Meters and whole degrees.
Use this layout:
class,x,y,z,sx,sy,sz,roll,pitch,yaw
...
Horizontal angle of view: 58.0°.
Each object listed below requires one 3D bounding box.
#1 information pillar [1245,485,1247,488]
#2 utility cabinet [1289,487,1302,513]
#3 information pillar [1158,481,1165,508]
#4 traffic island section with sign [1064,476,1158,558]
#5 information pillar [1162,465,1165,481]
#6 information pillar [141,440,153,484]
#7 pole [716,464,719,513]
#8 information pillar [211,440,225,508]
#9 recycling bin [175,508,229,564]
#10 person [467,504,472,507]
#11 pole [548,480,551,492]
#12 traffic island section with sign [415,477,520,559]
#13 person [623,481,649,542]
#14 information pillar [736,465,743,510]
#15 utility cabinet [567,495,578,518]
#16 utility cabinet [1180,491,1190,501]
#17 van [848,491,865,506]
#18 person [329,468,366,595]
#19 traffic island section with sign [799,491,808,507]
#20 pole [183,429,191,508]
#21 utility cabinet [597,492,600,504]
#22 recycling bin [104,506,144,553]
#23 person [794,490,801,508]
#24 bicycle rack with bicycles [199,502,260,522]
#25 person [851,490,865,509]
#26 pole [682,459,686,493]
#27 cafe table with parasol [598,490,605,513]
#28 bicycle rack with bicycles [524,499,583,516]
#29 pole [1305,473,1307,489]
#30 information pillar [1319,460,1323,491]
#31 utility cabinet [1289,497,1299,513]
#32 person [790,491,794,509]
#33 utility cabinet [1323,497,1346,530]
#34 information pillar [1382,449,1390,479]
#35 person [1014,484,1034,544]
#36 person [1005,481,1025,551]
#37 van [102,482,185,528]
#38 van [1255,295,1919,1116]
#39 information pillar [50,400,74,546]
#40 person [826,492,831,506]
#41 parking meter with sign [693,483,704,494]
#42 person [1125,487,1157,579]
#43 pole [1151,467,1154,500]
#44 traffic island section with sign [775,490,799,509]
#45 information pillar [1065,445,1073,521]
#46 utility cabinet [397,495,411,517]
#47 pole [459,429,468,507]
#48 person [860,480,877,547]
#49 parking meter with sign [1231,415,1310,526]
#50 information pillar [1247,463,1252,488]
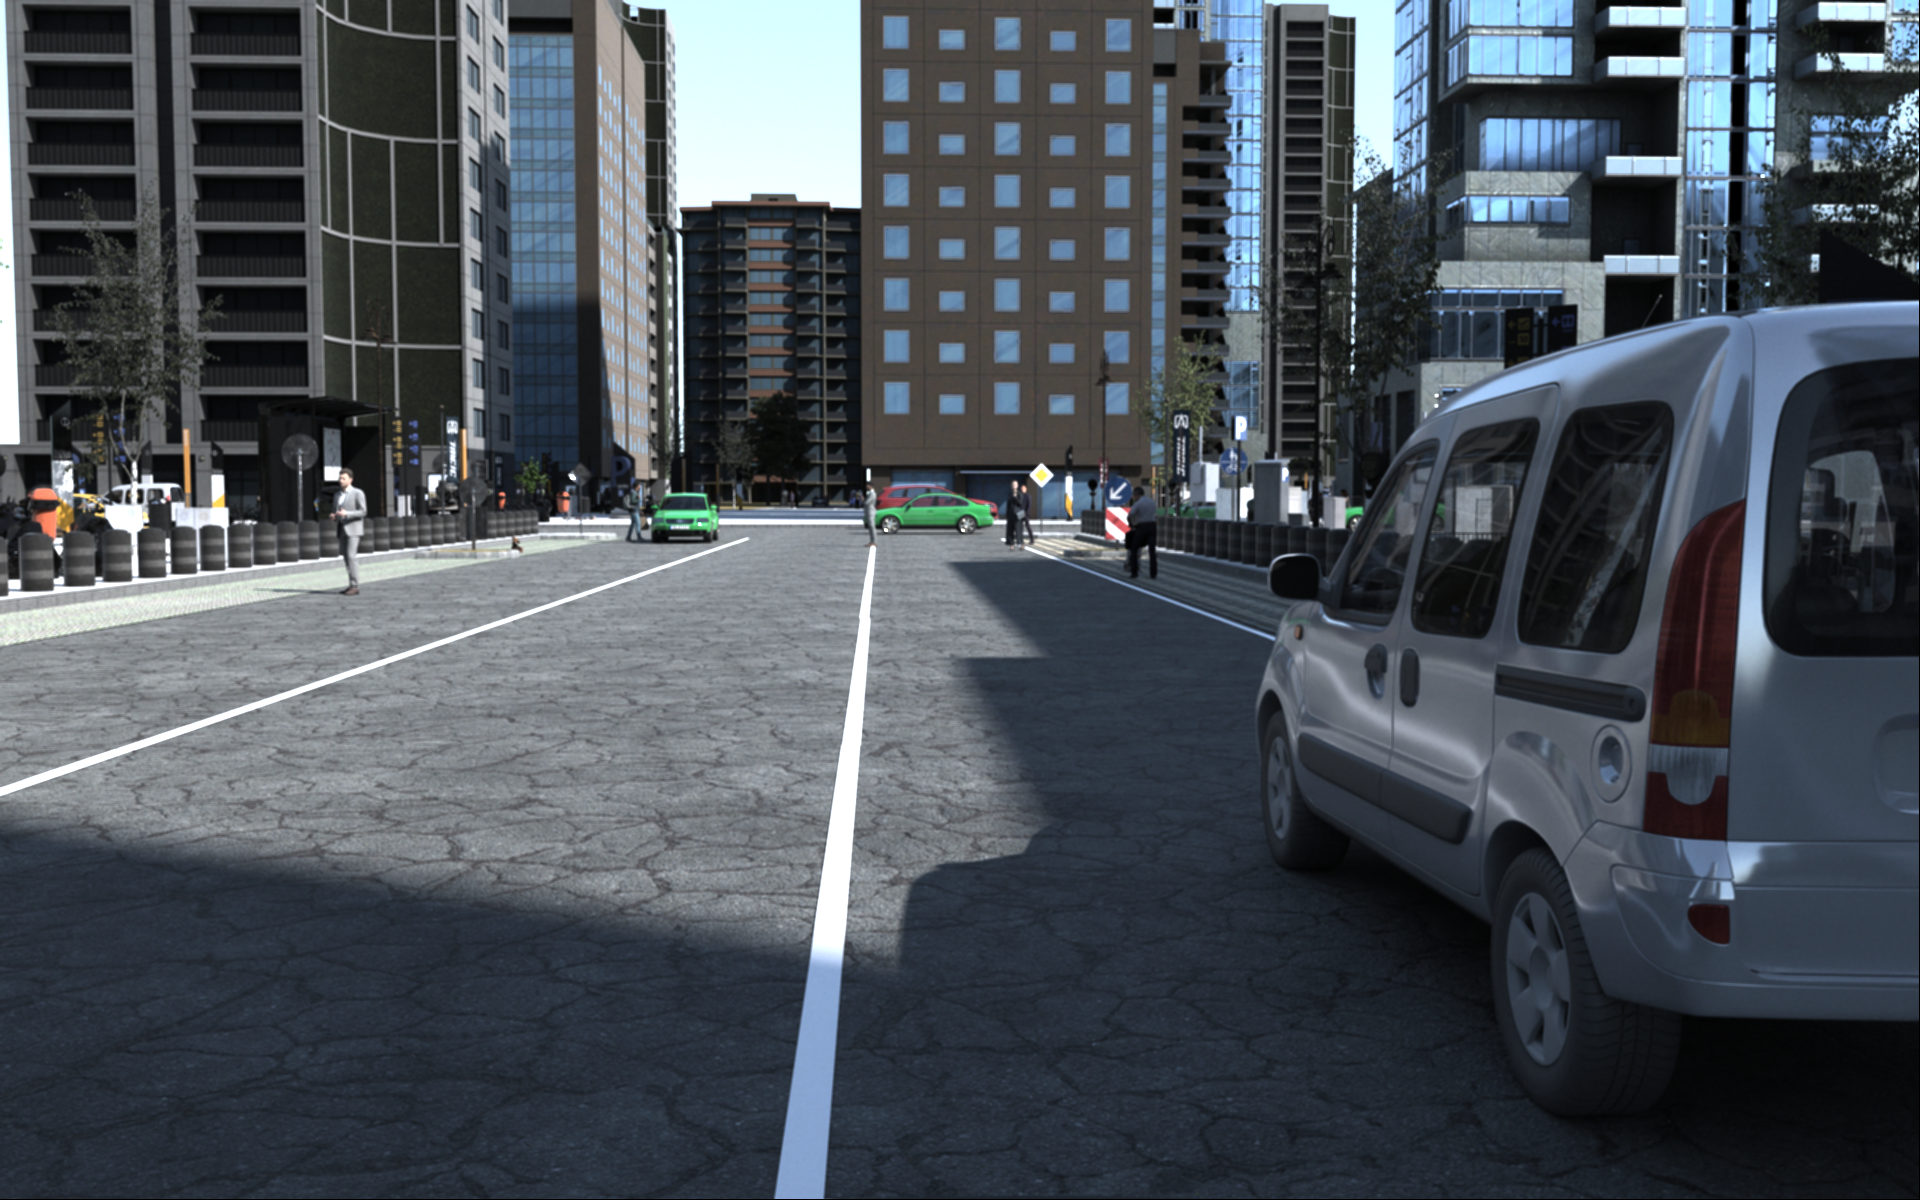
class,x,y,z,sx,sy,sz,roll,pitch,yaw
information pillar,23.762,-8.470,142.968,0.304,2.012,0.304,-2,4,-24
utility cabinet,9.673,-2.663,52.224,1.173,1.500,0.318,0,4,-5
information pillar,11.045,-5.520,94.747,0.304,2.012,0.304,-2,4,-23
traffic island section with sign,3.417,-1.903,39.747,1.989,1.847,2.006,0,4,-3
information pillar,14.886,-8.218,125.717,0.504,3.616,0.183,-3,5,-42
information pillar,-35.114,-5.107,74.846,0.504,3.616,0.183,1,4,10
pole,-16.445,-7.565,117.533,0.158,3.312,0.155,0,3,0
information pillar,-32.234,-5.128,75.198,0.504,3.616,0.183,-1,4,-18
recycling bin,-14.072,-1.200,32.181,0.722,1.027,0.722,0,4,-1
person,-18.061,-3.308,63.169,0.593,1.750,0.643,-3,5,-43
pole,-30.164,-8.158,127.229,0.158,3.312,0.155,0,3,0
traffic island section with sign,-11.039,-1.861,39.056,1.989,1.847,2.006,0,4,-3
person,-9.586,-2.618,51.286,0.713,1.824,0.794,1,4,9
information pillar,-17.647,-9.005,138.582,0.504,3.616,0.183,0,4,8
utility cabinet,-21.165,-5.099,94.535,0.306,1.237,1.020,0,4,7
utility cabinet,17.579,-7.730,135.070,1.173,1.500,0.318,-2,4,-25
van,-12.433,-12.288,207.918,2.013,2.044,4.112,0,4,-4
person,-8.805,-0.982,24.756,0.606,1.804,0.583,1,4,21
traffic island section with sign,-18.447,-11.581,197.980,1.989,1.847,2.006,0,4,-3
pole,-24.259,-3.703,54.392,0.158,3.312,0.155,0,3,0
utility cabinet,-29.445,-8.217,143.020,0.318,1.500,1.173,2,4,32
recycling bin,-18.193,-1.538,37.706,0.722,1.027,0.722,-1,4,-22
person,-16.973,-10.493,180.201,0.705,1.807,1.348,-3,5,-39
bicycle rack with bicycles,-34.204,-4.151,81.252,2.925,0.926,2.852,0,4,3
person,-9.026,-8.814,152.626,1.348,1.823,0.705,2,4,27
pole,-15.897,-6.474,99.688,0.158,3.312,0.155,0,3,0
cafe table with parasol,-22.600,-6.618,113.066,2.610,1.966,2.610,-3,5,-42
bicycle rack with bicycles,-23.806,-5.369,101.165,2.925,0.926,2.852,3,5,41
pole,26.755,-8.573,134.015,0.158,3.312,0.155,0,3,0
information pillar,24.912,-7.867,119.974,0.183,3.616,0.504,-2,4,-32
utility cabinet,7.698,-1.880,41.905,1.020,1.237,0.306,-2,4,-29
person,-16.199,-9.640,167.038,0.541,1.710,0.530,-2,4,-32
utility cabinet,8.827,-1.813,40.811,0.306,1.237,1.020,0,4,-2
information pillar,22.168,-6.047,90.229,0.183,3.616,0.504,-2,4,-28
person,1.809,-2.434,49.211,0.530,1.710,0.541,-2,4,-29
person,1.379,-2.132,43.773,0.576,1.772,0.534,1,4,21
van,-32.185,-3.662,66.886,4.112,2.044,2.013,0,4,-2
van,2.087,0.099,5.394,2.013,2.044,4.112,0,4,-3
information pillar,-22.303,-3.162,43.058,0.183,3.616,0.504,3,4,37
person,-15.479,-11.917,204.056,0.721,1.743,1.217,-3,4,-36
parking meter with sign,-18.880,-7.883,125.149,1.738,3.016,0.543,2,4,31
person,3.053,-1.135,29.277,0.614,1.554,0.590,-2,4,-28
pole,14.396,-8.280,129.217,0.158,3.312,0.155,0,3,0
traffic island section with sign,-17.196,-9.920,170.818,1.989,1.847,2.006,0,4,-3
information pillar,5.159,-5.550,82.095,0.183,3.616,0.504,3,4,38
utility cabinet,-24.569,-3.998,76.534,0.306,1.237,1.020,0,4,-2
pole,-15.607,-3.706,54.436,0.158,3.312,0.155,0,3,0
person,-2.505,-2.359,47.242,0.466,1.800,0.511,-1,4,-23
parking meter with sign,6.859,-2.560,38.121,1.738,3.016,0.543,3,5,39
information pillar,22.191,-8.646,132.710,0.183,3.616,0.504,-2,4,-27
